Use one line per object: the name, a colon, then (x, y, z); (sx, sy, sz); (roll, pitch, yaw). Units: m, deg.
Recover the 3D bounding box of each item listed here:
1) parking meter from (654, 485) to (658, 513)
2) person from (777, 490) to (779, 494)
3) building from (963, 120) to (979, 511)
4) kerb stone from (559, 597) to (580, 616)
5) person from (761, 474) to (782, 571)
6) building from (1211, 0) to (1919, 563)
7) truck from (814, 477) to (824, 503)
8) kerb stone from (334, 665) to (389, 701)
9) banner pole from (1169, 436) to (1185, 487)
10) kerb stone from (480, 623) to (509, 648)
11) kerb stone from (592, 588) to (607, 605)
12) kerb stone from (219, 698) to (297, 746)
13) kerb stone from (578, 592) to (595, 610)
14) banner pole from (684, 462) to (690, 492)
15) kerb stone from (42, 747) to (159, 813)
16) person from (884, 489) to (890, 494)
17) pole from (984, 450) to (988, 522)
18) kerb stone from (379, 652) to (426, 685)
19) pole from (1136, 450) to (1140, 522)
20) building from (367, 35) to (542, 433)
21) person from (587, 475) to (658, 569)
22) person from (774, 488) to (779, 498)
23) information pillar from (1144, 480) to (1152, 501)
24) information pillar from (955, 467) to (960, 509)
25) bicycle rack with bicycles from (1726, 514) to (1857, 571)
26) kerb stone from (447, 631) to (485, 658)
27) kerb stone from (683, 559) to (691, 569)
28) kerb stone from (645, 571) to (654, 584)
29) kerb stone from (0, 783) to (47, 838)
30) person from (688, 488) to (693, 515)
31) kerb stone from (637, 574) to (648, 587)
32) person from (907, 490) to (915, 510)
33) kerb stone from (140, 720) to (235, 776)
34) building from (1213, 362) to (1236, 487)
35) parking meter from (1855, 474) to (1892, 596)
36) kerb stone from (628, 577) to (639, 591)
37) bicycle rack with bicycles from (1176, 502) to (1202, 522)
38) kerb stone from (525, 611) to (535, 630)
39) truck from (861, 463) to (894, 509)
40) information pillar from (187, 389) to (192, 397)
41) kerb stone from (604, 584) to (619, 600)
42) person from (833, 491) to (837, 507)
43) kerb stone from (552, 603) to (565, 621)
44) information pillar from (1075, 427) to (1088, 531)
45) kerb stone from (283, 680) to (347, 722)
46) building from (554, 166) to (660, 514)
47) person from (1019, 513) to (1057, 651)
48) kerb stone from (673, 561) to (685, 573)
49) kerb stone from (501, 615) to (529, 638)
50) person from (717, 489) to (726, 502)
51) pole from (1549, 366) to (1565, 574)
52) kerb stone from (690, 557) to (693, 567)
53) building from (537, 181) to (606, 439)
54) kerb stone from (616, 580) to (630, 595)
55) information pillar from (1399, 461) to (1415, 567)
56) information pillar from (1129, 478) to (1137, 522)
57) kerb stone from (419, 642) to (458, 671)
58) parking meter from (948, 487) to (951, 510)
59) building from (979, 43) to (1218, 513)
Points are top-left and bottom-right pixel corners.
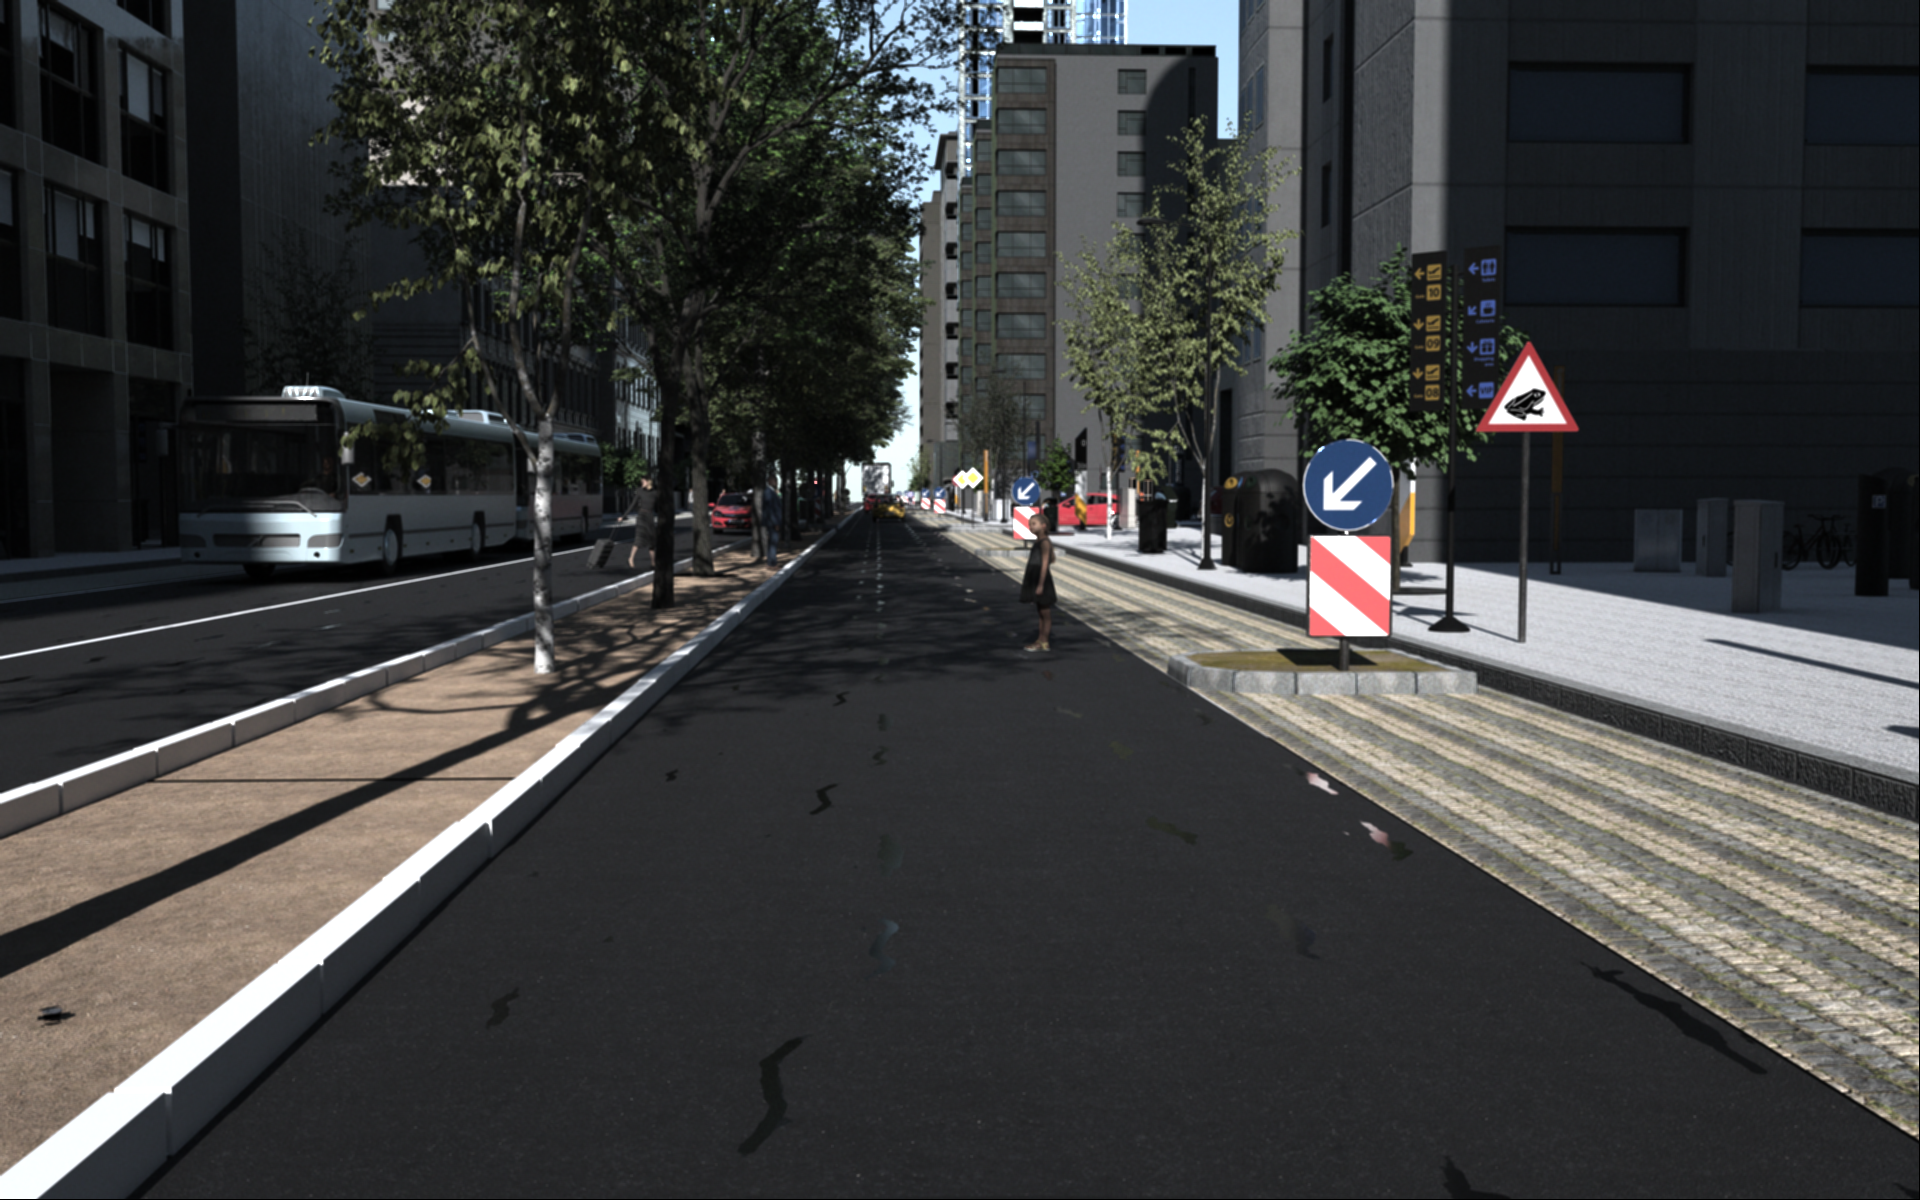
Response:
parking meter: (-20.154, -6.682, 114.962); (0.255, 1.863, 0.399); (0, 4, -7)
person: (-15.276, -8.304, 144.692); (0.534, 1.772, 0.576); (-1, 4, -19)
building: (7.873, -22.354, 137.195); (14.160, 30.474, 14.107); (0, 4, -3)
kerb stone: (-4.680, 0.103, 20.515); (0.120, 0.150, 1.000); (0, 4, -3)
person: (-3.518, -1.455, 32.476); (0.419, 1.800, 0.721); (-1, 4, -9)
building: (18.138, -30.764, 44.992); (21.231, 58.520, 28.212); (0, 4, -3)
truck: (-23.464, -18.192, 286.349); (2.839, 4.237, 11.283); (0, 4, -4)
kerb stone: (-4.282, 0.604, 12.314); (0.120, 0.150, 1.000); (0, 4, -3)
banner pole: (9.215, -5.149, 74.206); (0.863, 3.779, 0.401); (1, 4, 16)
kerb stone: (-4.466, 0.356, 16.413); (0.120, 0.150, 1.000); (0, 4, -3)
kerb stone: (-4.766, -0.022, 22.558); (0.120, 0.150, 1.000); (0, 4, -3)
kerb stone: (-4.172, 0.730, 10.259); (0.120, 0.150, 1.000); (0, 4, -3)
kerb stone: (-4.716, 0.040, 21.537); (0.120, 0.150, 1.000); (0, 4, -3)
banner pole: (-21.551, -8.956, 136.455); (0.401, 3.779, 0.863); (2, 4, 33)
kerb stone: (-4.078, 0.859, 8.208); (0.120, 0.150, 1.000); (0, 4, -3)
person: (-5.456, -7.441, 130.140); (0.580, 1.828, 0.573); (1, 4, 21)
pole: (1.194, -5.275, 80.094); (0.158, 3.312, 0.155); (0, 3, 0)
kerb stone: (-4.325, 0.542, 13.336); (0.120, 0.150, 1.000); (0, 4, -3)
pole: (8.284, -5.321, 80.844); (0.158, 3.312, 0.155); (0, 3, 0)
building: (-26.223, -14.231, 81.830); (9.793, 20.994, 18.267); (0, 4, -3)
person: (-6.358, -1.503, 33.285); (1.509, 1.804, 0.699); (1, 4, 22)
person: (-10.506, -5.470, 97.732); (0.655, 1.846, 0.447); (1, 4, 22)
information pillar: (9.912, -5.306, 91.241); (0.304, 2.012, 0.304); (-3, 4, -36)
information pillar: (-0.233, -9.519, 146.984); (0.504, 3.616, 0.183); (-2, 4, -33)
bicycle rack with bicycles: (14.627, -1.041, 30.398); (2.925, 0.926, 2.852); (-1, 4, -19)
kerb stone: (-4.421, 0.416, 15.392); (0.120, 0.150, 1.000); (0, 4, -3)
kerb stone: (-5.258, -0.649, 32.802); (0.120, 0.150, 1.000); (0, 4, -3)
kerb stone: (-5.017, -0.336, 27.685); (0.120, 0.150, 1.000); (0, 4, -3)
kerb stone: (-4.035, 0.918, 7.187); (0.120, 0.150, 1.000); (0, 4, -3)
person: (-17.976, -6.627, 116.689); (0.795, 1.843, 0.661); (3, 4, 38)
kerb stone: (-4.963, -0.270, 26.657); (0.120, 0.150, 1.000); (0, 4, -3)
person: (-4.255, -8.793, 152.127); (0.709, 1.838, 0.599); (2, 4, 27)
kerb stone: (-4.128, 0.793, 9.229); (0.120, 0.150, 1.000); (0, 4, -3)
building: (28.730, -47.275, 85.619); (31.000, 86.520, 22.319); (0, 4, -3)
parking meter: (11.515, -0.821, 21.833); (0.372, 1.533, 0.369); (0, 3, 0)
kerb stone: (-4.916, -0.205, 25.628); (0.120, 0.150, 1.000); (0, 4, -3)
bicycle rack with bicycles: (11.530, -4.167, 81.518); (2.925, 0.926, 2.852); (-1, 4, -14)
kerb stone: (-4.570, 0.228, 18.466); (0.120, 0.150, 1.000); (0, 4, -3)
truck: (-7.609, -10.420, 159.273); (2.839, 4.237, 11.283); (0, 4, -1)
information pillar: (-17.186, -2.897, 38.724); (0.183, 3.616, 0.504); (-2, 4, -26)
kerb stone: (-4.815, -0.085, 23.586); (0.120, 0.150, 1.000); (0, 4, -3)
person: (-13.550, -11.046, 189.198); (1.348, 1.812, 0.705); (-2, 4, -24)
kerb stone: (-4.622, 0.166, 19.487); (0.120, 0.150, 1.000); (0, 4, -3)
information pillar: (4.239, -4.234, 60.574); (0.504, 3.616, 0.183); (-3, 4, -38)
kerb stone: (-4.225, 0.667, 11.285); (0.120, 0.150, 1.000); (0, 4, -3)
building: (-28.737, -20.010, 124.425); (12.463, 27.353, 25.104); (0, 4, -3)
person: (0.712, -0.167, 15.908); (0.373, 1.253, 0.362); (-1, 4, -11)
kerb stone: (-5.216, -0.585, 31.781); (0.120, 0.150, 1.000); (0, 4, -3)
kerb stone: (-4.525, 0.291, 17.437); (0.120, 0.150, 1.000); (0, 4, -3)
person: (-15.767, -6.497, 115.077); (0.716, 1.782, 0.532); (-2, 4, -26)
pole: (9.522, -2.066, 27.617); (0.158, 3.312, 0.155); (0, 3, 0)
kerb stone: (-5.306, -0.711, 33.823); (0.120, 0.150, 1.000); (0, 4, -3)
building: (-27.911, -16.229, 101.498); (11.583, 22.565, 21.152); (0, 4, -3)
kerb stone: (-4.855, -0.148, 24.607); (0.120, 0.150, 1.000); (0, 4, -3)
information pillar: (7.869, -2.393, 30.480); (0.183, 3.616, 0.504); (-1, 4, -10)
information pillar: (7.928, -4.579, 79.356); (0.304, 2.012, 0.304); (-1, 4, -19)
kerb stone: (-4.370, 0.483, 14.361); (0.120, 0.150, 1.000); (0, 4, -3)
parking meter: (-0.703, -7.969, 135.997); (0.399, 1.863, 0.255); (-2, 4, -29)
building: (8.956, -21.006, 115.155); (14.160, 30.474, 14.107); (0, 4, -3)
